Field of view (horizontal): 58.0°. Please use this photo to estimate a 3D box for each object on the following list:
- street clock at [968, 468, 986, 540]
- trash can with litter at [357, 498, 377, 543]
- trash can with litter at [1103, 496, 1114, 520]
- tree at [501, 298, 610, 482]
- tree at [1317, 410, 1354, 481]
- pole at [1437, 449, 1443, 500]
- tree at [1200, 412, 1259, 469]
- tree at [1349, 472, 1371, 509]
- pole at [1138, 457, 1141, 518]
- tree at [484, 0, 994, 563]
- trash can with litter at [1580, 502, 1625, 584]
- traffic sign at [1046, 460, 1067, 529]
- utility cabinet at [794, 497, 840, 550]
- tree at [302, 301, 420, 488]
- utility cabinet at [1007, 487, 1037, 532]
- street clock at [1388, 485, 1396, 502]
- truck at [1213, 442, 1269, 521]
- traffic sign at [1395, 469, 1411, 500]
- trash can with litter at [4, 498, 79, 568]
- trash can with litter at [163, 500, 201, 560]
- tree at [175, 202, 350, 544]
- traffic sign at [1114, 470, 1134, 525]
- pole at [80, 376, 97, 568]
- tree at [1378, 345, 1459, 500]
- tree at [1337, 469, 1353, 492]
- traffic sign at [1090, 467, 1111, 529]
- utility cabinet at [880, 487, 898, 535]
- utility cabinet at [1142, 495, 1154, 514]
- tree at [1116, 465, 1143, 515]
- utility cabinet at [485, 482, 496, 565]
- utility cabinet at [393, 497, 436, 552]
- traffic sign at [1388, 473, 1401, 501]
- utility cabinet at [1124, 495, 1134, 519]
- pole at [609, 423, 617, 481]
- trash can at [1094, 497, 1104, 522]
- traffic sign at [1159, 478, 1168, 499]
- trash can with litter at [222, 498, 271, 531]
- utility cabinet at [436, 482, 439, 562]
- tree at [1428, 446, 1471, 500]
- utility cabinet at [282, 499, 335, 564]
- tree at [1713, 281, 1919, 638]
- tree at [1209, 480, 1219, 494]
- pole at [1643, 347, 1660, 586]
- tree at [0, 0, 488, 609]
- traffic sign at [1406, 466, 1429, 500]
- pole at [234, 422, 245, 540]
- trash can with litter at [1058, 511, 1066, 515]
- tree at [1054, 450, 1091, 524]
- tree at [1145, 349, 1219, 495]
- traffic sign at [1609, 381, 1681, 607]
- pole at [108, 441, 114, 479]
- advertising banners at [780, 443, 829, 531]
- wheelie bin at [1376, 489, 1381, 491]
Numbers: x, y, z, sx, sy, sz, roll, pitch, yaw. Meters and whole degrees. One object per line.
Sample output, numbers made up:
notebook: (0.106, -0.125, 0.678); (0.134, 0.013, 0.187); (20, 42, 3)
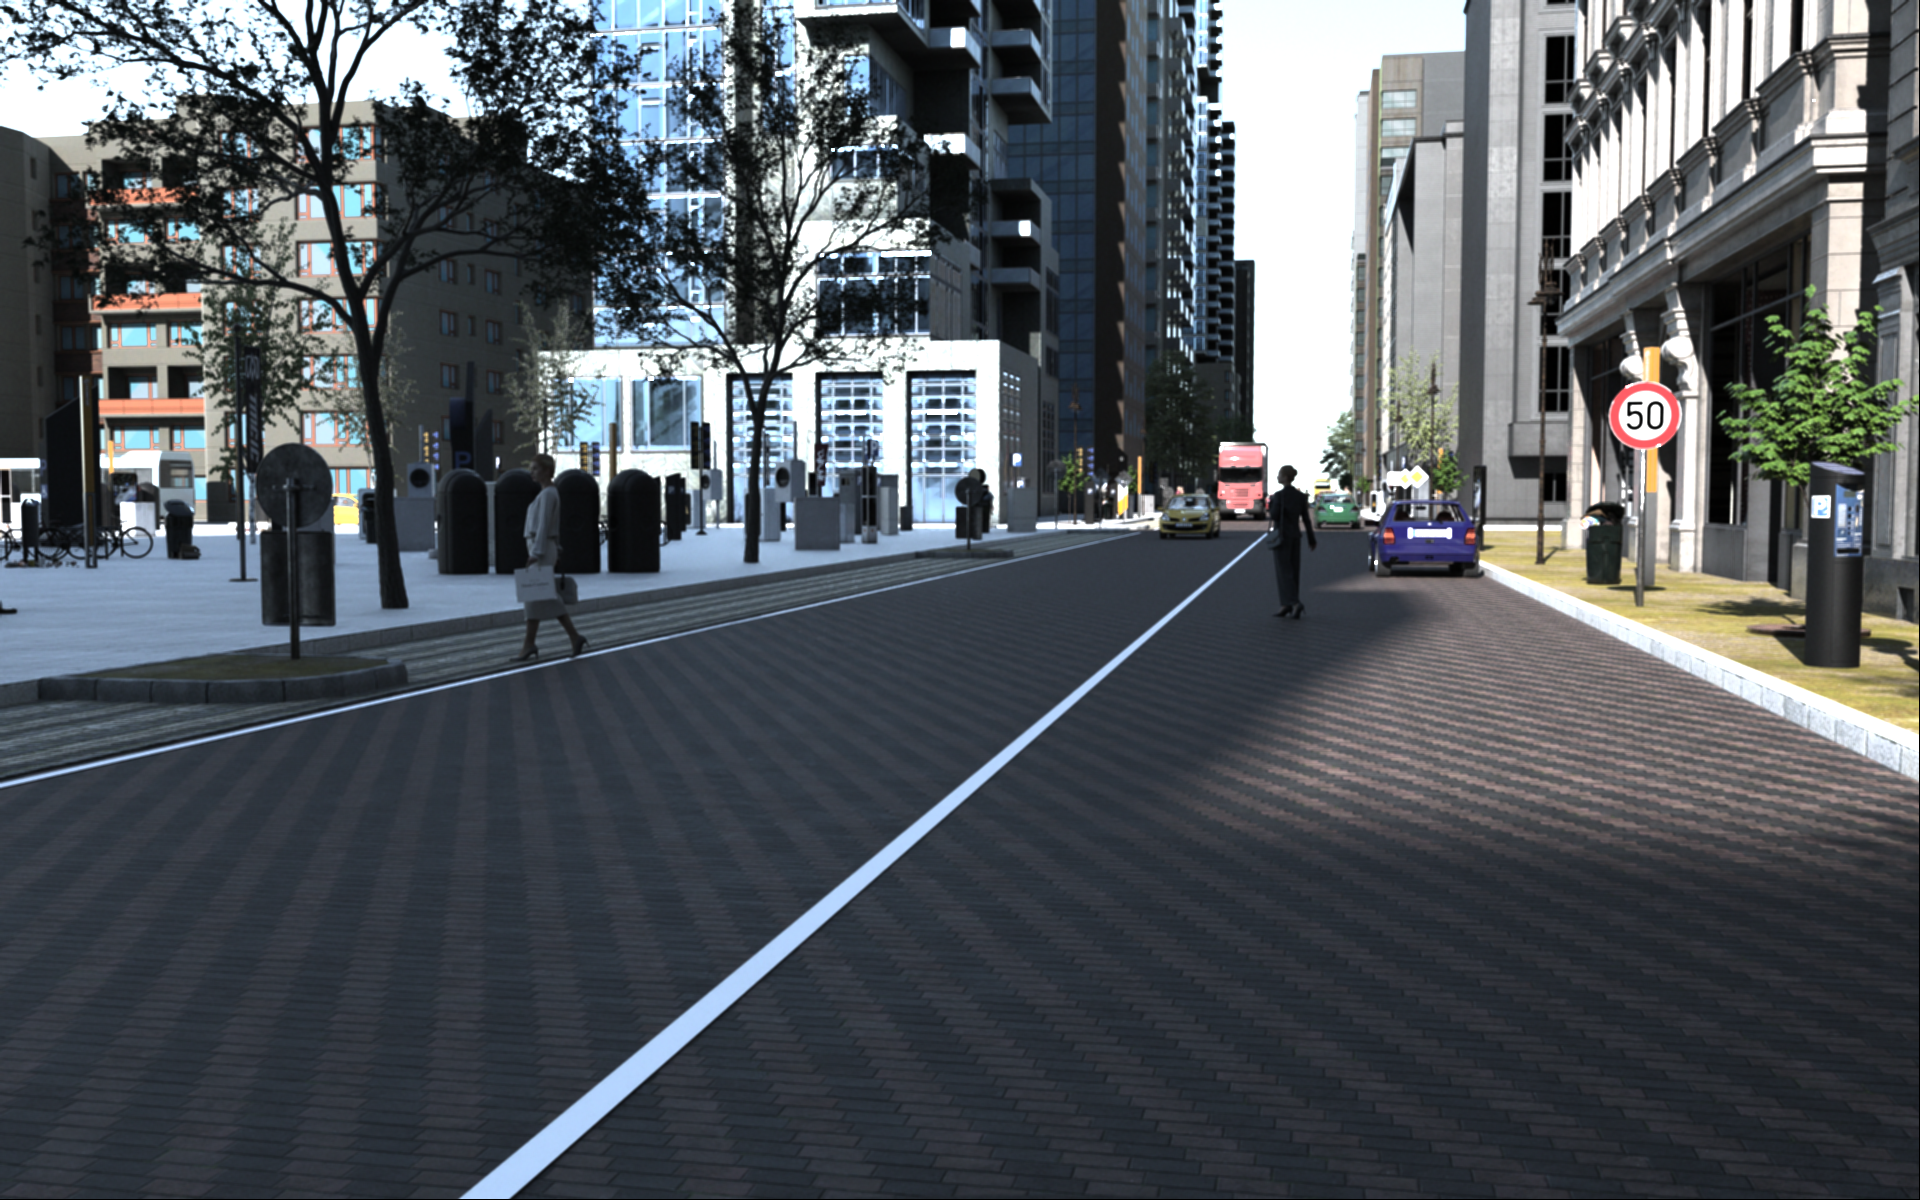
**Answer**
street clock: (0.477, -2.689, 48.541); (0.471, 2.002, 0.358); (3, 5, 43)
trash can with litter: (-15.229, -2.068, 45.207); (0.624, 1.170, 1.055); (0, 4, 3)
trash can with litter: (7.391, -4.625, 87.010); (0.624, 1.170, 1.055); (0, 4, -5)
tree: (-14.963, -6.916, 63.433); (4.360, 8.622, 3.978); (0, 3, 0)
tree: (52.028, -19.260, 233.019); (7.486, 12.596, 7.792); (0, 3, 0)
pole: (21.566, -5.137, 77.835); (0.158, 3.312, 0.155); (0, 3, 0)
tree: (34.466, -17.957, 219.347); (9.928, 11.665, 9.643); (0, 3, 0)
tree: (34.461, -9.420, 148.623); (1.663, 3.219, 1.824); (0, 3, 0)
pole: (9.744, -6.129, 94.060); (0.158, 3.312, 0.155); (0, 3, 0)
tree: (-3.867, -5.958, 31.828); (8.767, 10.594, 7.601); (-1, 4, -12)
trash can with litter: (9.159, -0.823, 24.843); (0.624, 1.170, 1.055); (1, 4, 13)
traffic sign: (3.570, -3.920, 64.196); (0.768, 2.556, 0.104); (1, 4, 14)
utility cabinet: (-3.292, -1.755, 39.859); (1.020, 1.237, 0.306); (-1, 4, -12)
tree: (-22.310, -7.032, 65.333); (4.360, 8.622, 3.978); (0, 3, 0)
utility cabinet: (2.057, -3.005, 57.808); (0.318, 1.500, 1.173); (3, 5, 42)
street clock: (20.302, -4.697, 81.367); (0.358, 2.002, 0.471); (-1, 4, -9)
truck: (15.738, -6.555, 96.088); (2.839, 4.237, 11.283); (1, 4, 11)
traffic sign: (17.691, -3.988, 68.847); (0.795, 2.450, 0.064); (1, 4, 11)
trash can with litter: (-16.369, -1.219, 30.986); (1.678, 1.210, 2.233); (0, 4, -8)
trash can with litter: (-15.325, -1.401, 34.295); (0.624, 1.170, 1.055); (-3, 5, -45)
tree: (-18.119, -5.757, 44.481); (4.737, 8.622, 4.395); (0, 3, 0)
traffic sign: (6.726, -4.126, 71.097); (0.795, 2.450, 0.064); (1, 4, 11)
pole: (-15.077, -2.209, 29.958); (0.158, 3.312, 0.155); (0, 3, 0)
tree: (22.946, -8.333, 86.600); (4.737, 8.622, 4.395); (0, 3, 0)
tree: (50.705, -14.813, 225.907); (4.285, 4.588, 4.351); (0, 3, 0)
traffic sign: (5.129, -3.647, 63.273); (0.795, 2.450, 0.064); (1, 4, 11)
utility cabinet: (-2.220, -2.806, 54.551); (0.318, 1.500, 1.173); (-1, 4, -16)
utility cabinet: (12.442, -6.327, 114.606); (0.306, 1.237, 1.020); (3, 5, 44)
tree: (10.491, -6.775, 105.371); (1.663, 3.219, 1.824); (0, 3, 0)
utility cabinet: (-8.721, -1.375, 31.165); (1.173, 1.500, 0.318); (2, 4, 27)
utility cabinet: (-12.320, -1.693, 38.846); (1.020, 1.237, 0.306); (-2, 4, -28)
traffic sign: (20.303, -4.820, 80.931); (0.606, 2.300, 0.079); (1, 4, 13)
utility cabinet: (8.669, -4.786, 89.409); (0.306, 1.237, 1.020); (-1, 4, -12)
pole: (-9.963, -3.421, 49.770); (0.158, 3.312, 0.155); (0, 3, 0)
trash can: (6.188, -4.110, 78.850); (0.748, 1.137, 0.748); (0, 3, 0)
traffic sign: (12.835, -6.555, 109.303); (0.606, 2.300, 0.079); (1, 4, 19)
trash can with litter: (-24.490, -3.000, 60.112); (2.233, 1.210, 1.678); (1, 4, 14)
utility cabinet: (-9.755, -1.480, 32.884); (0.318, 1.500, 1.173); (-1, 4, -15)
tree: (19.359, -4.520, 68.507); (1.663, 3.219, 1.824); (0, 3, 0)
utility cabinet: (-11.737, -1.228, 31.240); (0.306, 1.237, 1.020); (1, 4, 22)
tree: (7.796, -1.306, 15.955); (1.663, 3.219, 1.824); (0, 3, 0)
tree: (30.557, -12.802, 203.905); (1.663, 3.219, 1.824); (0, 3, 0)
pole: (9.612, -1.854, 24.160); (0.158, 3.312, 0.155); (0, 3, 0)
tree: (-6.651, -5.196, 19.371); (7.601, 10.594, 8.767); (2, 4, 30)
traffic sign: (16.094, -3.509, 61.022); (0.795, 2.450, 0.064); (1, 4, 11)
pole: (-20.219, -3.350, 48.613); (0.158, 3.312, 0.155); (0, 3, 0)
trash can with litter: (5.408, -5.853, 106.761); (2.233, 1.210, 1.678); (2, 4, 32)
tree: (4.863, -4.903, 74.773); (1.663, 3.219, 1.824); (0, 3, 0)
tree: (16.372, -13.318, 135.877); (7.486, 12.596, 7.792); (0, 3, 0)
traffic sign: (7.760, -1.198, 19.691); (0.768, 2.556, 0.104); (1, 4, 14)
pole: (-32.554, -4.443, 66.490); (0.158, 3.312, 0.155); (0, 3, 0)
advertising banners: (-5.546, -3.899, 59.937); (2.074, 3.025, 0.090); (0, 4, 8)
wheelie bin: (26.242, -6.150, 108.461); (0.693, 1.594, 0.980); (3, 4, 36)
